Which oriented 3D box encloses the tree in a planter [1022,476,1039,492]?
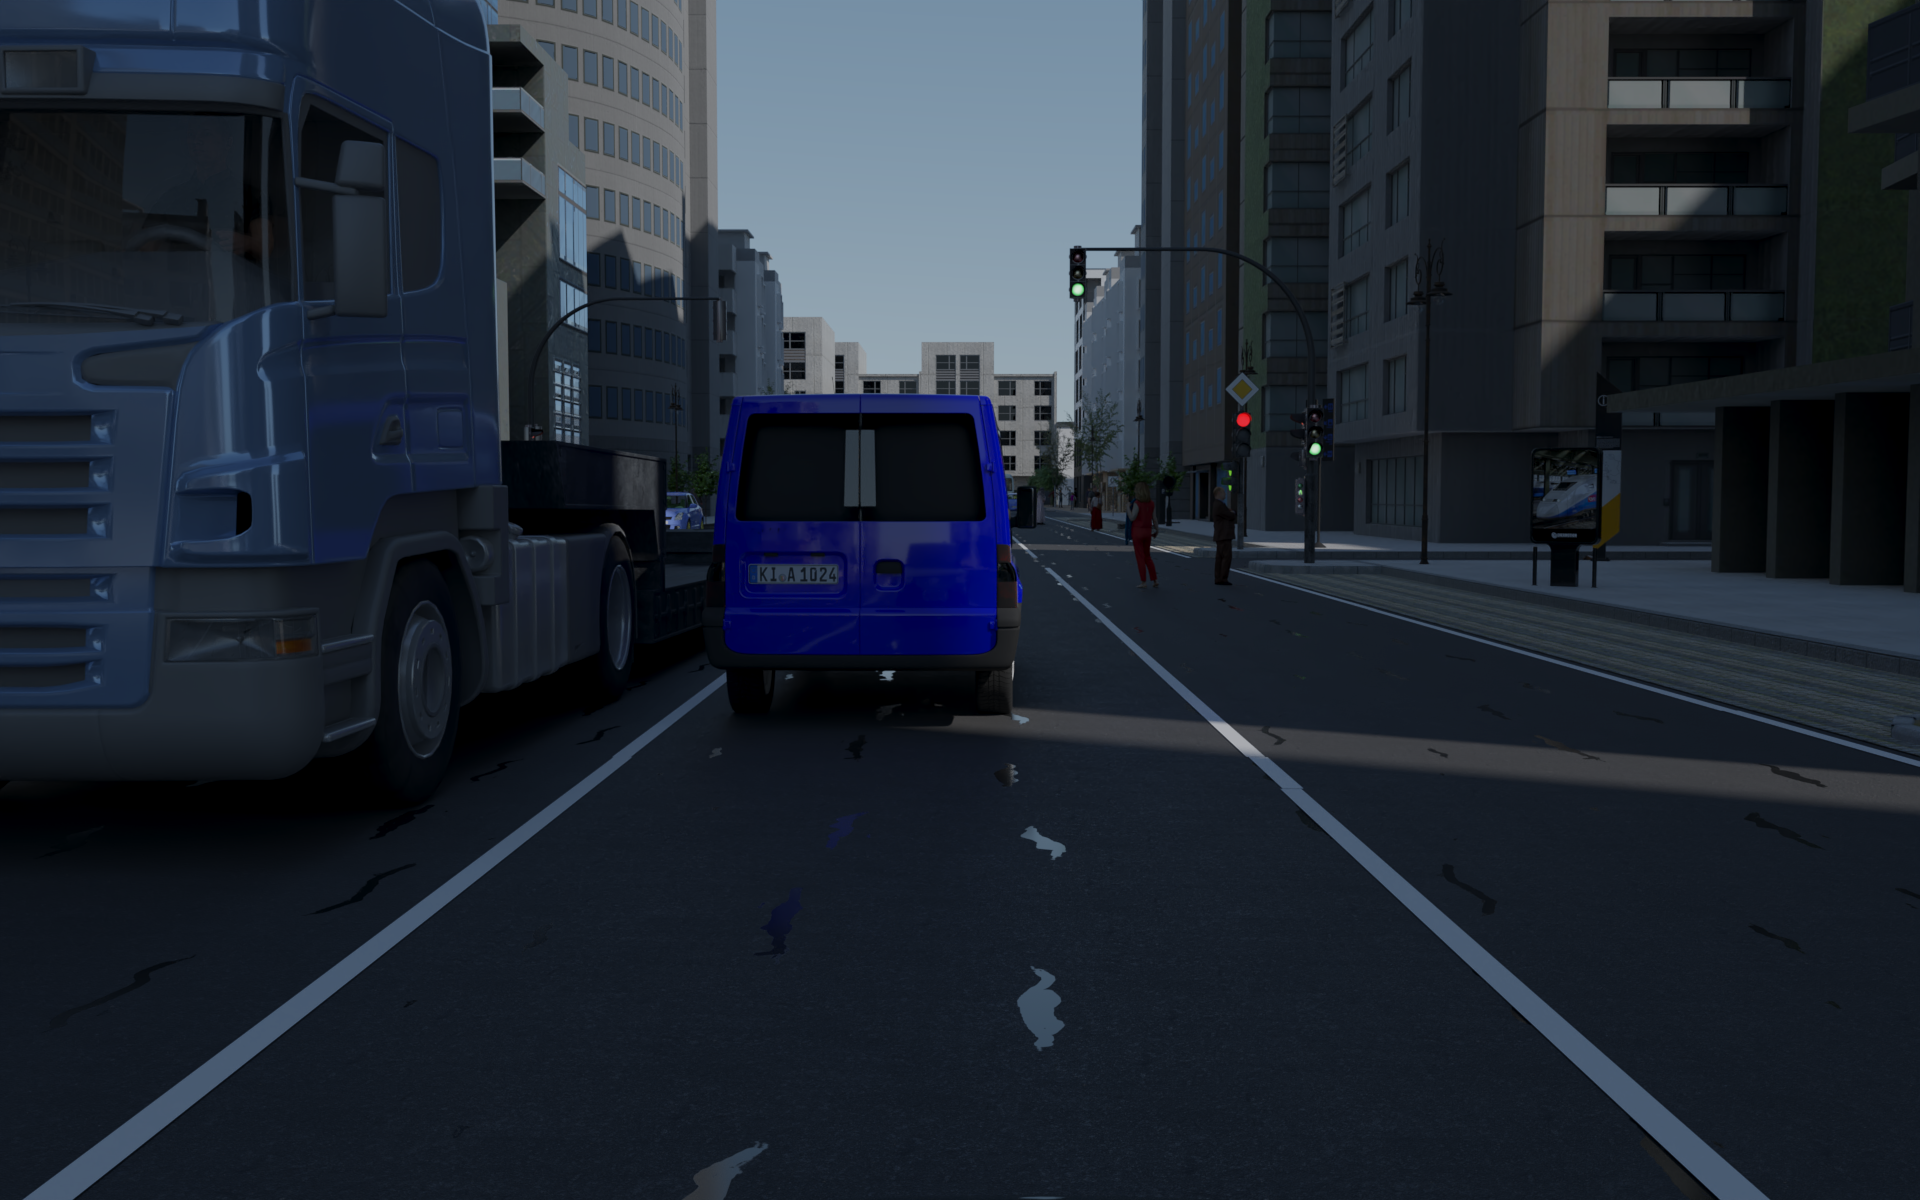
[{"bbox_3d":[6.886,-10.495,168.812,1.991,3.239,1.994,0,4,0],"label":"tree in a planter"}]

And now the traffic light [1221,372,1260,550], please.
[{"bbox_3d":[6.479,-3.126,40.030,0.839,4.253,0.868,0,4,0],"label":"traffic light"}]

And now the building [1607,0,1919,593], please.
[{"bbox_3d":[21.953,-22.017,14.605,22.147,44.769,28.867,0,4,0],"label":"building"}]

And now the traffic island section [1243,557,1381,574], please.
[{"bbox_3d":[6.497,-0.604,32.159,2.009,0.180,2.903,0,4,0],"label":"traffic island section"}]

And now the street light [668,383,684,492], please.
[{"bbox_3d":[-11.827,-6.081,72.209,0.468,5.910,1.993,0,4,0],"label":"street light"}]

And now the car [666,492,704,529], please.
[{"bbox_3d":[-9.725,-2.977,58.264,1.945,1.707,3.694,0,4,2],"label":"car"}]

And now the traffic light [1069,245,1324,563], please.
[{"bbox_3d":[4.365,-3.501,31.910,4.771,5.953,1.251,0,4,0],"label":"traffic light"}]

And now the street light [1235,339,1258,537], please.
[{"bbox_3d":[8.548,-4.832,51.791,0.468,5.910,1.993,0,4,0],"label":"street light"}]

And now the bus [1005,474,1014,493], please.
[{"bbox_3d":[3.683,-10.364,164.316,2.948,3.499,13.247,0,4,1],"label":"bus"}]

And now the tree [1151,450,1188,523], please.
[{"bbox_3d":[9.287,-4.987,76.140,1.663,3.219,1.824,0,3,0],"label":"tree"}]

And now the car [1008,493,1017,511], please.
[{"bbox_3d":[3.902,-7.044,124.755,1.945,1.707,3.694,0,4,-2],"label":"car"}]

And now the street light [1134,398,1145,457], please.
[{"bbox_3d":[8.601,-6.760,83.320,0.468,5.910,1.993,0,4,0],"label":"street light"}]

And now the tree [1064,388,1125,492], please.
[{"bbox_3d":[9.307,-10.360,119.750,4.737,8.622,4.395,0,3,0],"label":"tree"}]

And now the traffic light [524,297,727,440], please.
[{"bbox_3d":[-7.790,-4.001,40.090,4.771,5.953,1.251,0,4,0],"label":"traffic light"}]

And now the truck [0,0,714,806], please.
[{"bbox_3d":[-3.458,-1.541,14.946,2.967,4.110,18.799,0,4,2],"label":"truck"}]

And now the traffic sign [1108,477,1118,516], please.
[{"bbox_3d":[8.803,-5.958,99.537,0.606,2.300,0.079,1,4,9],"label":"traffic sign"}]

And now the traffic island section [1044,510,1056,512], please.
[{"bbox_3d":[6.800,-7.284,141.964,1.991,0.108,1.994,0,4,0],"label":"traffic island section"}]

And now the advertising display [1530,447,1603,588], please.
[{"bbox_3d":[8.386,-1.148,23.980,0.974,1.923,0.123,3,5,42],"label":"advertising display"}]

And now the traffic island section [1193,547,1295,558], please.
[{"bbox_3d":[6.520,-1.093,40.144,2.009,0.180,2.903,0,4,0],"label":"traffic island section"}]

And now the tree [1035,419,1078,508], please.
[{"bbox_3d":[9.062,-13.066,163.999,4.360,8.622,3.978,0,3,0],"label":"tree"}]

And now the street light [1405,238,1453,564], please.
[{"bbox_3d":[8.492,-3.591,31.506,0.468,5.910,1.993,0,4,0],"label":"street light"}]

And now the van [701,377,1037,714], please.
[{"bbox_3d":[-0.525,-0.525,12.963,2.240,2.365,5.245,0,4,2],"label":"van"}]

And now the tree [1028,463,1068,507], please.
[{"bbox_3d":[9.078,-12.666,190.808,4.285,4.588,4.351,0,3,0],"label":"tree"}]

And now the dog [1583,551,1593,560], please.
[{"bbox_3d":[13.043,-0.961,35.898,0.748,0.427,0.550,0,4,5],"label":"dog"}]

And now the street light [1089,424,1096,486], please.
[{"bbox_3d":[8.771,-8.687,114.820,0.468,5.910,1.993,0,4,0],"label":"street light"}]

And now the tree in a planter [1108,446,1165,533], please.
[{"bbox_3d":[6.579,-4.128,64.713,1.991,3.239,1.994,0,4,0],"label":"tree in a planter"}]

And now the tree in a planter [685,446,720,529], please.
[{"bbox_3d":[-9.534,-4.137,64.869,1.991,3.239,1.994,0,4,0],"label":"tree in a planter"}]

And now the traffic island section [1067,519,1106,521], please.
[{"bbox_3d":[6.660,-4.213,91.752,1.991,0.108,1.994,0,4,0],"label":"traffic island section"}]

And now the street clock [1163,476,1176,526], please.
[{"bbox_3d":[8.319,-3.934,68.884,0.471,2.002,0.358,2,4,28],"label":"street clock"}]

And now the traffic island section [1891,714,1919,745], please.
[{"bbox_3d":[6.426,0.804,9.719,1.991,0.108,1.994,0,4,0],"label":"traffic island section"}]

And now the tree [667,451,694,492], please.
[{"bbox_3d":[-12.585,-5.033,76.895,1.663,3.219,1.824,0,3,0],"label":"tree"}]

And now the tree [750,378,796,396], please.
[{"bbox_3d":[-11.498,-9.807,110.711,4.737,8.622,4.395,0,3,0],"label":"tree"}]
